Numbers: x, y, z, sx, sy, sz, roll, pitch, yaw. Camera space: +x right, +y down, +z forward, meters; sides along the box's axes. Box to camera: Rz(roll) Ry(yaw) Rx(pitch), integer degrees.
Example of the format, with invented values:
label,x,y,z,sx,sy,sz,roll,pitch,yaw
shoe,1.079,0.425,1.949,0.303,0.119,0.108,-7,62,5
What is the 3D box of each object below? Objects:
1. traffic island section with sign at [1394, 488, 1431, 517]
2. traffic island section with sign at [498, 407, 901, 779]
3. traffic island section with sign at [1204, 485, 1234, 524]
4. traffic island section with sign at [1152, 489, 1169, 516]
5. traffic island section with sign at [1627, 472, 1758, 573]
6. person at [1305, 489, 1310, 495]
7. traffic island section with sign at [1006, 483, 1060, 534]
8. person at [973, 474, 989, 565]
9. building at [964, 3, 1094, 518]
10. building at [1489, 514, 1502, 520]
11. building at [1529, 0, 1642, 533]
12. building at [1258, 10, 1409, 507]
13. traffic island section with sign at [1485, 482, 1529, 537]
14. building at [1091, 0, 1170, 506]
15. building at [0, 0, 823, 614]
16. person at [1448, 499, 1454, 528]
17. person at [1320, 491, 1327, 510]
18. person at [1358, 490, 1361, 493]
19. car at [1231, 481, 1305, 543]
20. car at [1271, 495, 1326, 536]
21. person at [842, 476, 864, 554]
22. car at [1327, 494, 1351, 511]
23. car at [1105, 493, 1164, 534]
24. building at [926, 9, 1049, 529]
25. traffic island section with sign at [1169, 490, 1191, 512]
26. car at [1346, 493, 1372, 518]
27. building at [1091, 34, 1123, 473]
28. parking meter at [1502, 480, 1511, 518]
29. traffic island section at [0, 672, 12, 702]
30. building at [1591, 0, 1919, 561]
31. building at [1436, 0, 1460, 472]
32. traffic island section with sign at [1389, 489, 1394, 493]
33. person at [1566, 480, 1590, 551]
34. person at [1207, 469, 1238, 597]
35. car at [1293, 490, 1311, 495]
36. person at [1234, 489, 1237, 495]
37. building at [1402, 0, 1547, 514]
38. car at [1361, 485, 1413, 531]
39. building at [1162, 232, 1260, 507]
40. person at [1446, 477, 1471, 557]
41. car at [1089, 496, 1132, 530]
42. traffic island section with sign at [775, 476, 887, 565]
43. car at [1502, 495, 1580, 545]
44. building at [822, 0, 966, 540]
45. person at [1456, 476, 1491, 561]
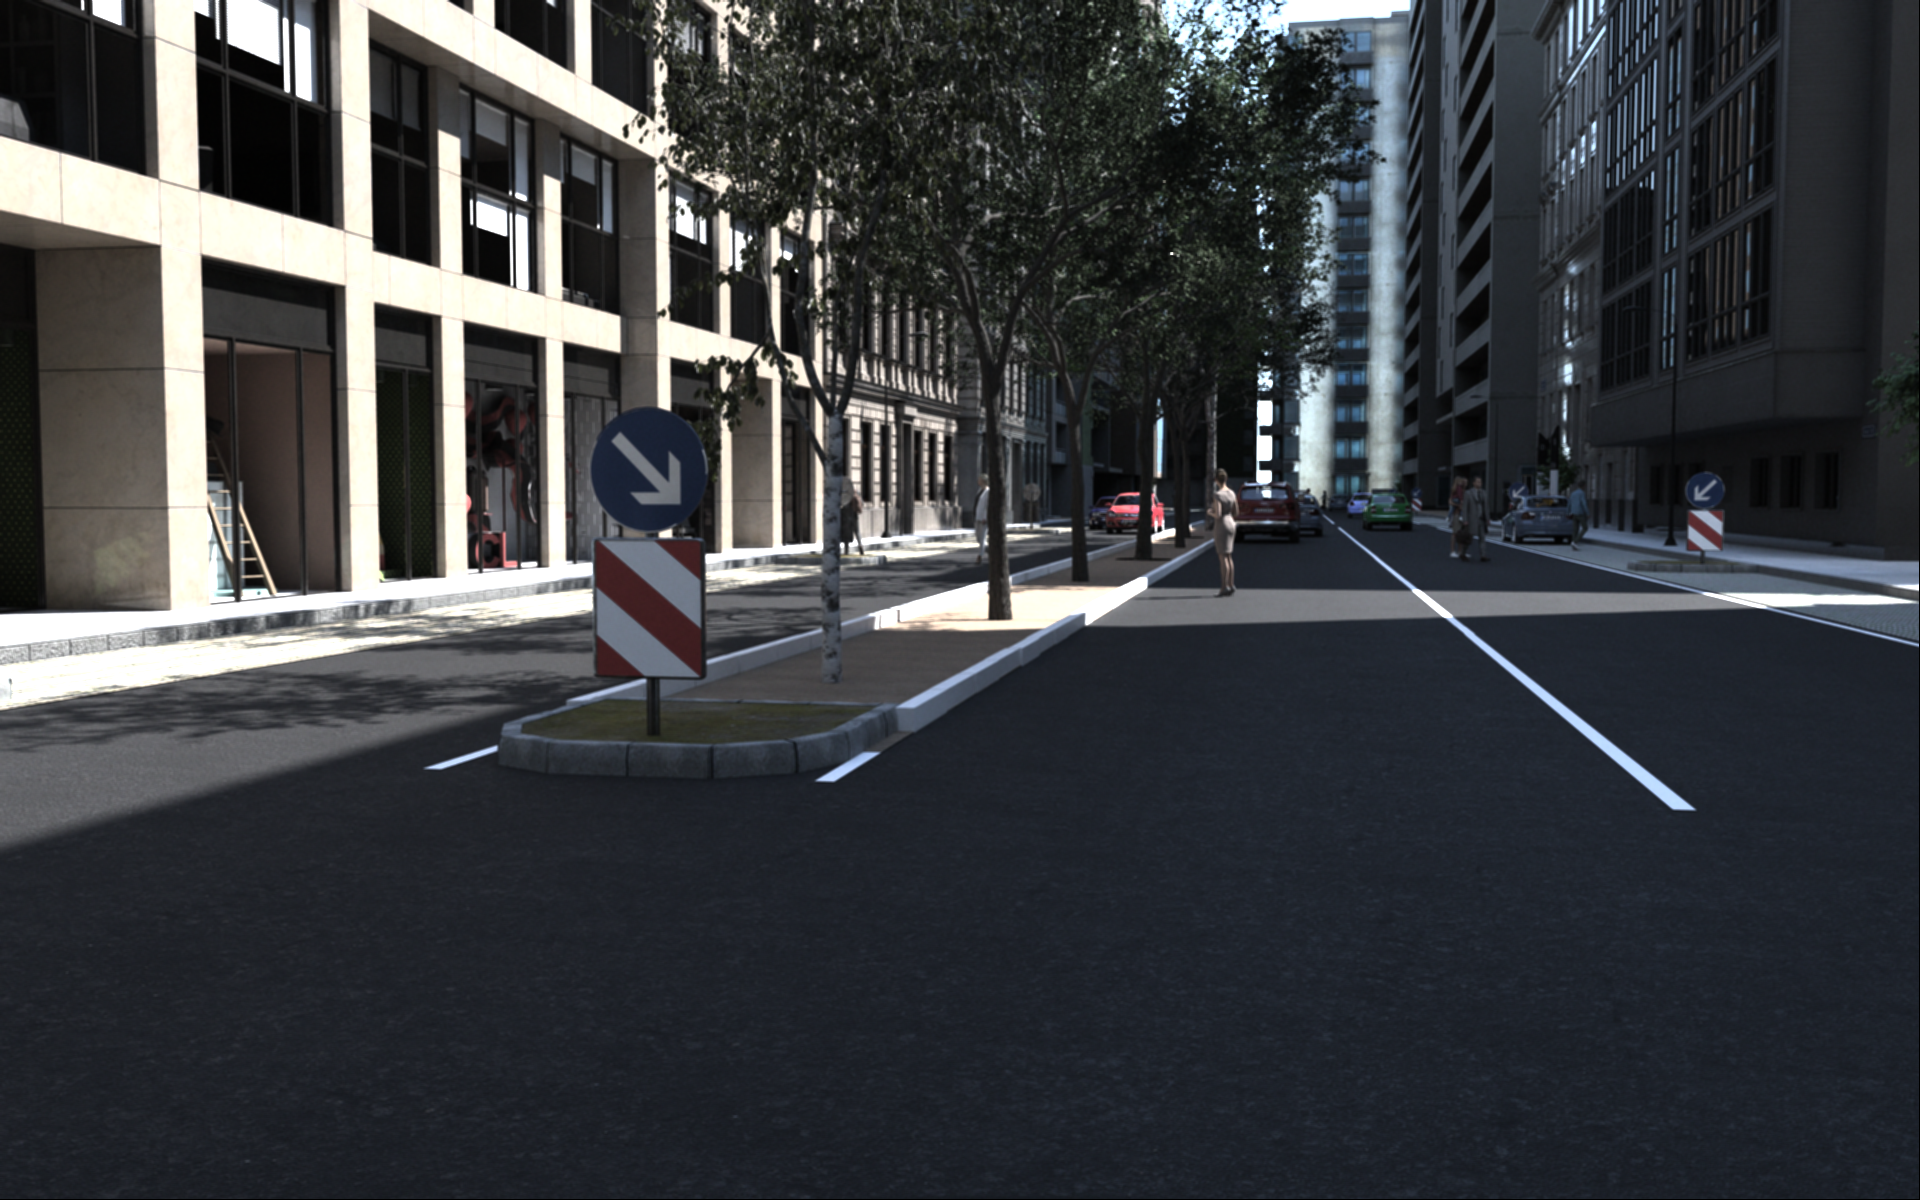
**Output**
label,x,y,z,sx,sy,sz,roll,pitch,yaw
traffic island section with sign,28.298,-6.074,107.942,1.989,1.847,2.006,1,4,11
traffic island section with sign,-1.513,-0.097,9.722,2.006,1.907,1.989,1,4,11
traffic island section with sign,12.848,-4.608,83.481,2.006,1.907,1.989,1,4,11
traffic island section with sign,12.242,-6.316,111.888,1.989,1.847,2.006,1,4,11
traffic island section with sign,13.554,-1.442,32.203,1.989,1.847,2.006,1,4,11
person,17.588,-4.785,87.654,0.530,1.710,0.541,2,4,29
traffic island section with sign,2.565,-3.277,62.209,1.989,1.847,2.006,1,4,11
person,0.512,-1.655,35.436,0.514,1.842,0.818,3,4,38
building,-0.546,-25.044,93.060,14.154,41.232,14.086,1,4,11
building,38.849,-28.731,93.446,21.300,48.544,21.600,1,4,11
building,30.044,-16.508,67.175,12.463,27.353,25.104,1,4,11
building,45.710,-33.913,174.082,30.456,49.044,23.786,1,4,11
traffic island section with sign,18.704,-3.060,58.663,1.989,1.847,2.006,1,4,11
building,10.885,-30.814,153.912,14.200,45.320,14.600,1,4,11
building,-16.218,-13.752,29.364,19.350,26.468,34.151,1,4,11
person,20.546,-3.634,72.201,0.394,1.301,0.425,1,4,9
person,32.650,-8.946,155.562,0.721,1.735,1.217,3,4,37
person,28.619,-7.012,123.866,1.217,1.735,0.721,-2,4,-31
car,9.279,-2.679,52.476,2.281,1.827,5.304,1,4,11
car,11.672,-2.936,60.011,2.014,1.417,4.499,1,4,11
person,-2.496,-1.877,39.147,0.622,1.834,0.822,-1,4,-21
car,31.673,-8.102,144.467,2.014,1.417,4.499,1,4,12
car,6.417,-3.317,63.277,2.155,1.783,4.494,1,4,12
building,-2.195,-13.695,73.069,9.793,20.994,18.267,1,4,11
traffic island section with sign,17.398,-7.934,138.347,1.989,1.847,2.006,1,4,11
car,24.062,-5.747,103.552,1.945,1.707,3.694,1,4,11
building,-3.805,-32.125,114.481,28.713,52.752,27.495,1,4,11
parking meter,23.332,-4.174,73.948,0.255,1.863,0.399,0,4,7
traffic island section,-7.699,0.673,11.273,2.009,0.180,2.903,1,4,11
building,25.199,-15.258,42.974,14.314,27.812,24.014,1,4,11
building,47.370,-32.291,117.201,28.713,52.752,27.495,1,4,11
traffic island section with sign,33.470,-7.692,134.398,1.989,1.847,2.006,1,4,11
person,15.562,-2.128,43.637,0.444,1.785,0.601,-1,4,-15
person,3.656,-0.936,24.149,0.374,1.781,0.599,3,5,43
car,29.260,-8.628,149.740,2.281,1.827,5.304,1,4,9
person,14.757,-5.152,93.412,0.551,1.740,0.621,0,4,2
building,48.250,-31.720,142.327,21.300,48.544,21.600,1,4,11
car,17.078,-3.699,69.277,1.959,1.807,4.718,1,4,10
building,22.835,-24.590,173.743,14.107,30.474,14.160,1,4,11
person,11.321,-1.884,39.275,0.573,1.828,0.580,2,4,25
car,6.257,-3.536,70.388,1.945,1.354,3.894,1,4,11
traffic island section with sign,-2.588,-1.658,35.732,1.989,1.847,2.006,1,4,11
car,16.828,-2.340,50.261,2.014,1.417,4.499,1,4,11
building,-6.299,-11.633,54.831,10.561,19.102,19.286,1,4,11
person,10.991,-1.731,36.900,0.694,1.812,0.767,-1,4,-19
